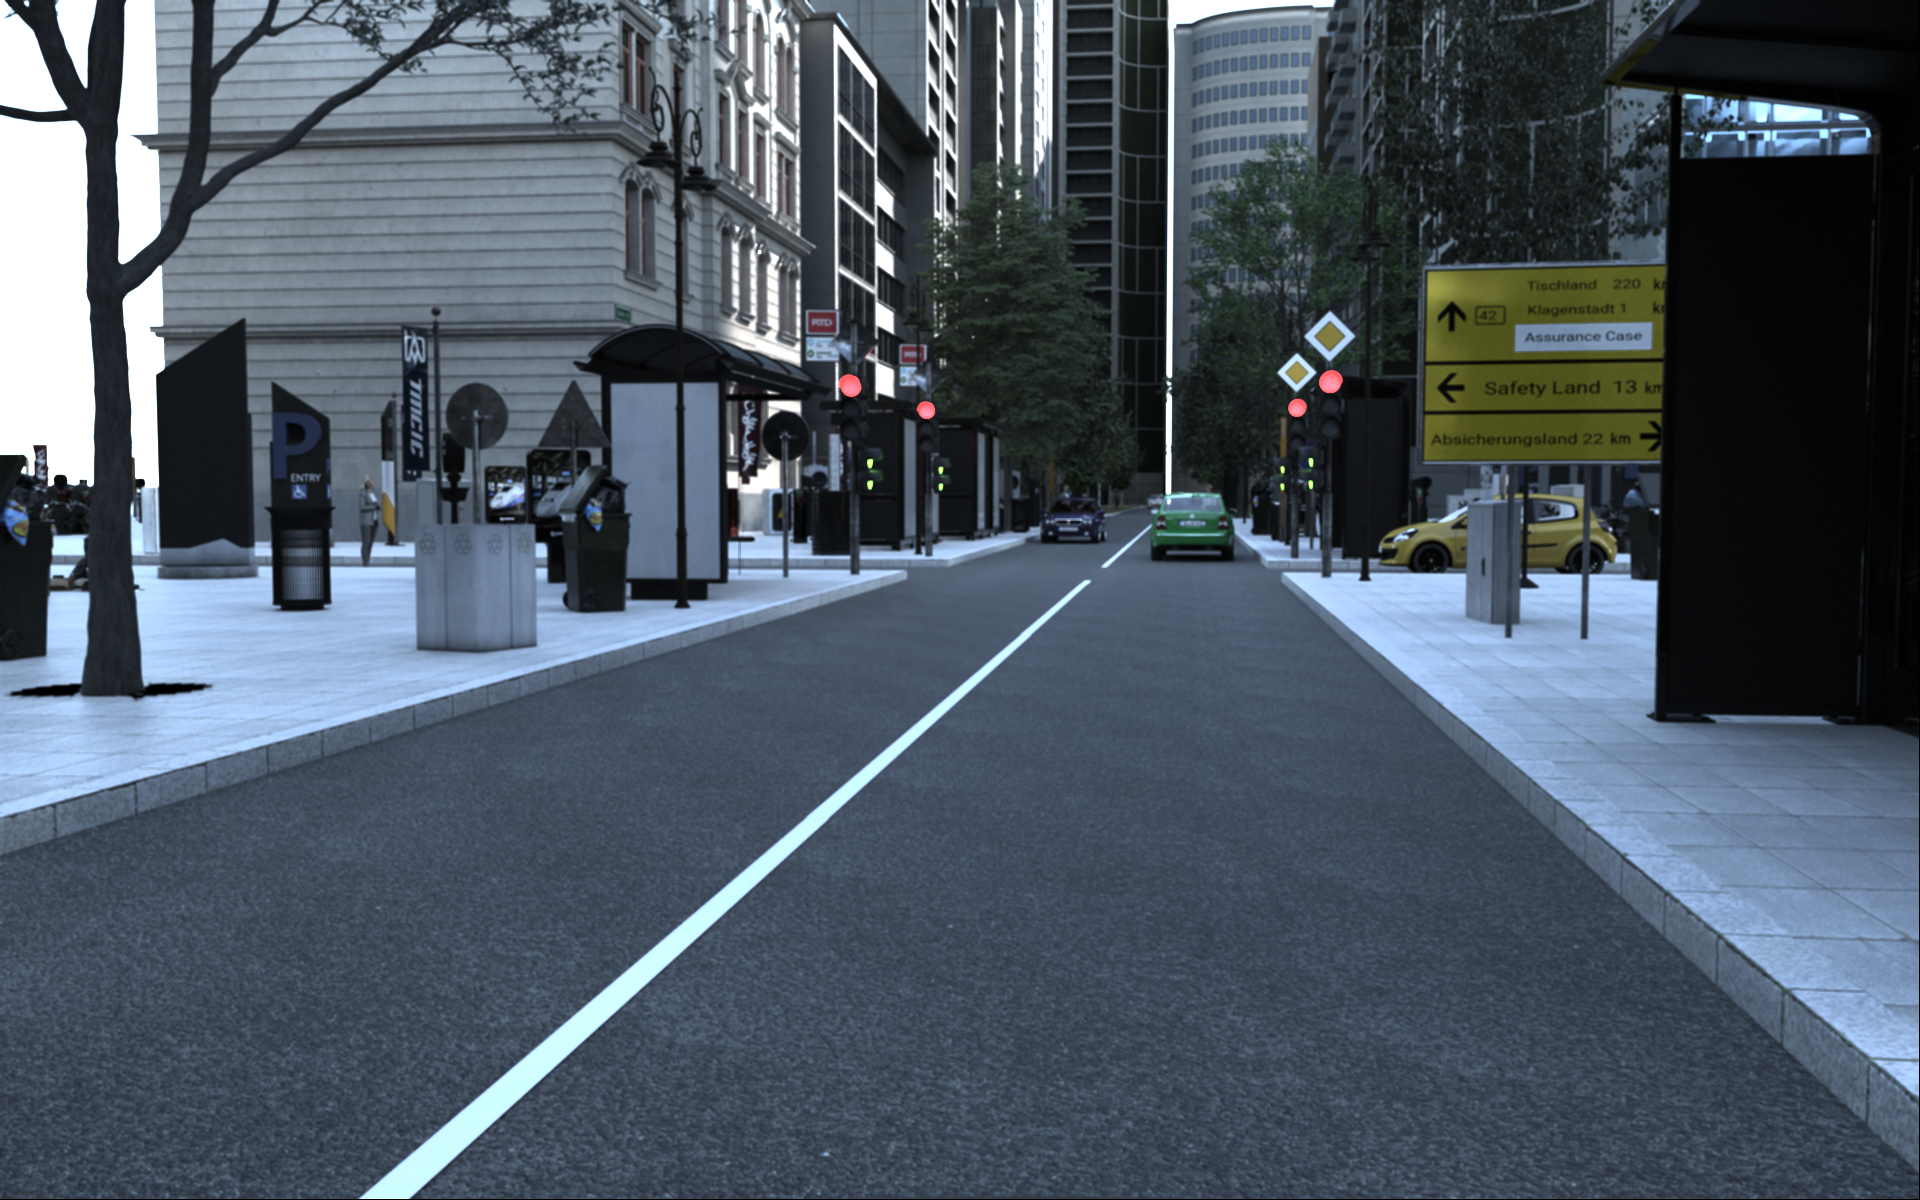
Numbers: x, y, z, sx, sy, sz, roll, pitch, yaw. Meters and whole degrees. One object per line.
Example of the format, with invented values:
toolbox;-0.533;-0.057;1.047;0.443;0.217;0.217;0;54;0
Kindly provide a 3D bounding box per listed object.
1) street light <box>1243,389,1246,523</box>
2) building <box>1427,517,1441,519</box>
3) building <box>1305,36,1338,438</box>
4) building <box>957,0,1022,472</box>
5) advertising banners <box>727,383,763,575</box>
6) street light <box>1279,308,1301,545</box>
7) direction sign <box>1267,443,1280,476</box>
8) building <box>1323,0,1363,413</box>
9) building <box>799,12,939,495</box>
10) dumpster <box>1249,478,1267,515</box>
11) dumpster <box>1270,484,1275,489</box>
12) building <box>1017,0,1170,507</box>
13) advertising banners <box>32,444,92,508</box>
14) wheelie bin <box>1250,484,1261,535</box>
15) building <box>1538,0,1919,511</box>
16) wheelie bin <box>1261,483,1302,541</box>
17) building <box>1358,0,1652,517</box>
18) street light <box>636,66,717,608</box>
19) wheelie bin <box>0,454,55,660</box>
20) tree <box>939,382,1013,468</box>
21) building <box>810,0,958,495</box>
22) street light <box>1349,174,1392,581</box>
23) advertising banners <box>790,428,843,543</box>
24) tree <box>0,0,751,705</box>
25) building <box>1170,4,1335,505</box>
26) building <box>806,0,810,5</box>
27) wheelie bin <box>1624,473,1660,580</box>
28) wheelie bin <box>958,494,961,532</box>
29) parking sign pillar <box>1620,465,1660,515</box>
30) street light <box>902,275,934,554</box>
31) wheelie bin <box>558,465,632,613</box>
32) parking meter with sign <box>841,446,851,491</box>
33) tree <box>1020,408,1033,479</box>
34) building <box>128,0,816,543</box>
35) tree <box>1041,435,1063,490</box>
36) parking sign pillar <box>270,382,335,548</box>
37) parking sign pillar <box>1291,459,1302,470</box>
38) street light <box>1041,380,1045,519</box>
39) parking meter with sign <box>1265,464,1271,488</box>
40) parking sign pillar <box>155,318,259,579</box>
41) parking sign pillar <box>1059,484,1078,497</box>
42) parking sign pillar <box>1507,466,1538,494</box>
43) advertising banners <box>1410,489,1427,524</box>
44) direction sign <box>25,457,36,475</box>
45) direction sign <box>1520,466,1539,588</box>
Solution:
street light;12.498;-6.308;75.921;0.468;5.910;1.993;0;4;7
building;34.055;-39.930;91.102;20.563;71.187;20.611;0;4;7
building;40.778;-31.601;166.794;14.600;45.320;14.200;0;4;7
building;-2.720;-27.852;138.973;14.154;41.232;14.086;0;4;7
advertising banners;-3.922;-1.922;27.615;2.074;3.025;0.090;2;4;33
street light;8.202;-4.305;43.180;0.468;5.910;1.993;0;4;7
direction sign;14.030;-5.180;76.693;0.876;3.537;0.379;1;4;16
building;42.130;-32.064;143.860;23.786;49.044;30.456;0;4;7
building;-10.090;-16.151;83.128;14.314;24.678;30.058;0;4;7
dumpster;18.105;-6.185;103.624;1.502;2.255;1.985;0;4;7
dumpster;13.568;-4.080;72.463;1.264;1.857;1.865;0;4;7
building;14.920;-47.234;210.535;20.611;71.187;20.563;0;4;7
advertising banners;-31.168;-3.922;60.306;2.074;3.025;0.090;-1;4;-9
wheelie bin;9.587;-2.851;54.525;0.693;1.594;0.980;2;4;33
building;33.683;-45.024;48.811;31.000;86.520;22.319;0;4;7
wheelie bin;8.993;-2.440;47.807;0.980;1.594;0.693;3;4;37
building;36.670;-41.587;118.195;20.563;71.187;20.611;0;4;7
street light;-3.130;-2.847;19.338;0.468;5.910;1.993;0;4;7
wheelie bin;-7.585;-0.347;13.579;0.980;1.594;0.693;1;4;16
tree;0.688;-8.483;89.066;4.360;8.622;3.978;0;3;0
building;-1.980;-44.673;168.647;20.611;71.187;20.563;0;4;7
street light;5.989;-3.220;25.437;0.468;5.910;1.993;0;4;7
advertising banners;-3.660;-3.028;45.688;0.090;3.025;2.074;3;5;45
tree;-5.365;-6.147;10.871;12.009;13.543;11.850;0;3;0
building;39.625;-40.753;208.315;28.212;58.520;21.231;0;4;7
building;-8.718;-41.781;121.379;20.563;71.187;20.611;0;4;7
wheelie bin;10.419;-1.106;25.999;0.980;1.594;0.693;0;4;-7
wheelie bin;0.327;-3.129;59.068;0.980;1.594;0.693;-3;5;-41
parking sign pillar;16.252;-3.198;40.758;1.447;3.967;1.447;1;4;20
street light;-0.883;-3.910;36.717;0.468;5.910;1.993;0;4;7
wheelie bin;-4.003;-0.682;19.052;0.693;1.594;0.980;-2;4;-30
parking meter with sign;-4.172;-4.047;62.437;0.543;3.016;1.738;-1;4;-8
tree;2.144;-9.160;100.125;4.360;8.622;3.978;0;3;0
building;-13.599;-16.432;56.045;14.401;28.519;23.554;0;4;7
tree;4.655;-9.489;105.500;4.360;8.622;3.978;0;3;0
parking sign pillar;-15.806;-3.245;41.521;1.447;3.967;1.447;0;4;-6
parking sign pillar;19.823;-6.948;102.072;1.447;3.967;1.447;1;4;23
street light;3.371;-5.939;69.891;0.468;5.910;1.993;0;4;7
parking meter with sign;18.252;-6.439;101.541;0.543;3.016;1.738;1;4;21
parking sign pillar;-11.609;-2.334;26.634;1.447;3.967;1.447;-1;4;-12
parking sign pillar;6.190;-6.792;99.514;1.447;3.967;1.447;-3;5;-41
parking sign pillar;25.405;-5.395;76.688;1.447;3.967;1.447;-3;4;-36
advertising banners;10.477;-2.731;40.836;0.090;3.025;2.074;3;5;43
direction sign;-61.820;-7.551;115.455;0.379;3.537;0.876;3;5;42
direction sign;7.734;-1.935;23.642;0.379;3.537;0.876;0;4;-2
